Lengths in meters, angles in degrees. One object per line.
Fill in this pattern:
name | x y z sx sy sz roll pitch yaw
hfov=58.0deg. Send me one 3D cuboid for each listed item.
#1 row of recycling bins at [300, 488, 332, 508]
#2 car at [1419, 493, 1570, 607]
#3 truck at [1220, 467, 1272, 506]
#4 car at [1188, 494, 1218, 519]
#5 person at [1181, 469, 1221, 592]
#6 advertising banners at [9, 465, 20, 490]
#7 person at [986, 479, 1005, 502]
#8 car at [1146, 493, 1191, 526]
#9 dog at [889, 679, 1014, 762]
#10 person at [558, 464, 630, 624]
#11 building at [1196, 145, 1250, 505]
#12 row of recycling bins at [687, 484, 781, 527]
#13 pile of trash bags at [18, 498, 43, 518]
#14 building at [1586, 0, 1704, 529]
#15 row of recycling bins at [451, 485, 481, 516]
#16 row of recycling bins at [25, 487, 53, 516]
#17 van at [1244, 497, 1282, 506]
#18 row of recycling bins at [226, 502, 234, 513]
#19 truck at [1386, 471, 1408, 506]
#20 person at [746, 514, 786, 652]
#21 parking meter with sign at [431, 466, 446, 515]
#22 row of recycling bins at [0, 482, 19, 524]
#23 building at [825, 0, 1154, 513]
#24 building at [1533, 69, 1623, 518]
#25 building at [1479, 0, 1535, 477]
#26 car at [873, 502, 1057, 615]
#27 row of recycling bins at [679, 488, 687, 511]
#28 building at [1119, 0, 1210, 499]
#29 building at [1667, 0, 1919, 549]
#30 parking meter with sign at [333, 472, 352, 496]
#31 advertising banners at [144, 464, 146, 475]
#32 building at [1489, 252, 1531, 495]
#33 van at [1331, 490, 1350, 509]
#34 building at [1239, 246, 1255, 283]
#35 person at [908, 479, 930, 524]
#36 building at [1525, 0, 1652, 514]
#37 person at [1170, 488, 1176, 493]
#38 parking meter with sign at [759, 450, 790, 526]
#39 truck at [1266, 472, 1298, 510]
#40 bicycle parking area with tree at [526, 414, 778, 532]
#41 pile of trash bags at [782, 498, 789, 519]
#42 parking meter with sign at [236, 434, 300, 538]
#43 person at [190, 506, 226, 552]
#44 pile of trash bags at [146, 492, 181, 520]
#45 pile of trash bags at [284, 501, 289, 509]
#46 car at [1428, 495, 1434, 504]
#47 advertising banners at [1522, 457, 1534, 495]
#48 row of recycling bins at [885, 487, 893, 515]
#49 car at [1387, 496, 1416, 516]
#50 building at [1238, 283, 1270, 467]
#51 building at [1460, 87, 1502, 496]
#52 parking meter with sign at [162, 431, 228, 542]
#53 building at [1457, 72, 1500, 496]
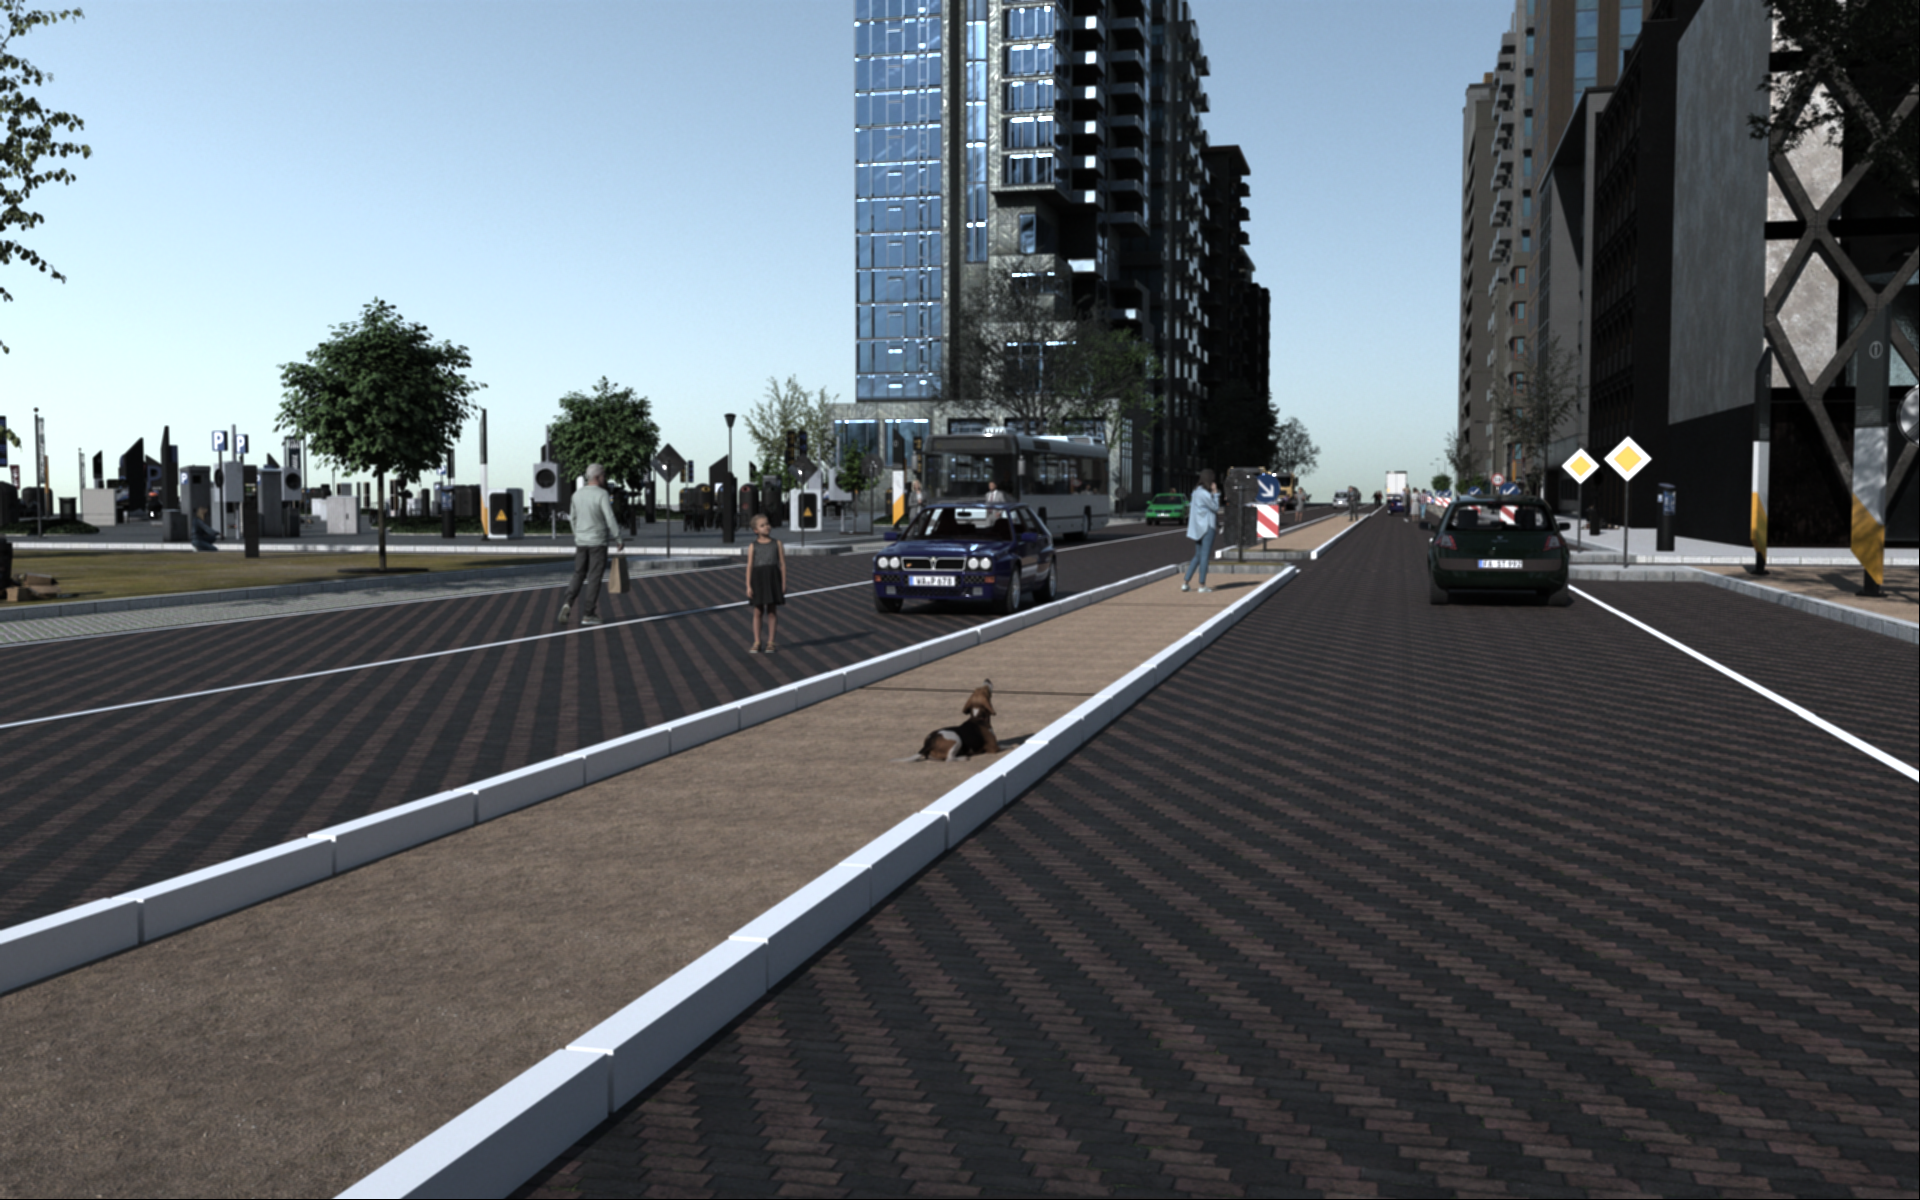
row of recycling bins | -41.303 -6.353 110.989 3.534 1.692 1.069 3 5 45
car | 7.269 -0.841 23.534 2.009 1.686 4.222 1 4 15
truck | 21.229 -8.032 127.254 3.469 3.379 9.791 1 4 14
car | 13.861 -5.506 99.618 1.945 1.707 3.694 1 4 13
person | 3.493 -1.001 25.138 0.793 1.790 0.793 3 5 41
advertising banners | -56.061 -6.617 104.368 2.074 3.025 0.090 -2 4 -26
person | 0.849 -2.047 42.248 0.678 1.792 0.850 2 4 34
car | 9.714 -4.372 80.283 1.959 1.807 4.718 1 4 14
dog | -0.052 0.657 9.457 0.748 0.427 0.550 0 4 -6
person | -3.999 -0.614 19.022 0.782 1.767 0.515 2 4 29
building | 24.103 -34.276 215.029 22.147 44.769 28.867 1 4 14
row of recycling bins | -8.749 -3.723 67.980 3.534 1.692 1.069 0 4 6
pile of trash bags | -51.576 -5.123 93.520 1.912 1.369 3.447 2 4 30
building | 32.889 -14.694 69.929 12.332 23.373 15.834 1 4 14
row of recycling bins | -22.703 -4.394 78.955 1.069 1.692 3.534 -2 4 -34
row of recycling bins | -54.275 -5.804 102.000 1.069 1.692 3.534 -1 4 -11
van | 13.877 -4.464 80.004 2.013 2.044 4.112 1 4 12
row of recycling bins | -50.087 -6.816 118.553 1.069 1.692 3.534 2 4 34
truck | 55.223 -14.075 219.046 2.839 4.237 11.283 1 4 15
person | -1.760 -0.158 15.752 0.362 1.253 0.373 0 4 -2
parking meter with sign | -31.813 -6.689 105.625 0.543 3.016 1.738 0 4 -2
row of recycling bins | -34.185 -3.323 61.440 1.069 1.692 3.534 -3 4 -37
building | 3.759 -50.113 132.024 22.319 86.520 31.000 1 4 14
building | 39.462 -16.753 92.971 14.314 24.678 30.058 1 4 14
building | 61.881 -33.240 163.090 23.786 49.044 30.456 1 4 14
car | 0.116 -0.570 21.901 1.945 1.354 3.894 1 4 13
row of recycling bins | -17.613 -6.524 113.785 1.069 1.692 3.534 -1 4 -23
building | 11.536 -33.298 164.031 23.786 49.044 30.456 1 4 14
building | 28.342 -10.797 43.988 16.811 18.784 16.820 1 4 14
parking meter with sign | -42.295 -7.532 119.407 1.738 3.016 0.543 -1 4 -22
advertising banners | -49.018 -6.474 102.042 2.074 3.025 0.090 0 4 -5
building | 56.429 -17.709 134.588 27.650 21.520 28.899 1 4 14
van | 37.545 -9.978 170.158 2.013 2.044 4.112 1 4 15
building | 30.029 -34.474 255.533 32.217 40.220 23.993 1 4 14
person | -0.993 -2.046 42.135 0.537 1.800 0.526 0 4 -3
building | 45.494 -28.399 114.435 14.600 45.320 14.200 1 4 14
person | 13.447 -6.170 109.348 0.573 1.828 0.580 2 4 29
parking meter with sign | -7.554 -4.493 69.725 1.738 3.016 0.543 2 4 28
truck | 28.740 -9.783 155.868 3.469 3.379 9.791 1 4 12
bicycle parking area with tree | -10.842 -4.595 62.126 8.231 4.147 9.016 1 4 19
pile of trash bags | -8.678 -4.789 88.055 1.912 1.369 3.447 1 4 22
parking meter with sign | -20.537 -3.377 51.470 0.543 3.016 1.738 3 4 37
person | -17.620 -1.622 40.521 0.738 1.151 1.012 -2 4 -26
pile of trash bags | -40.163 -4.755 87.494 3.447 1.369 1.912 3 5 42
pile of trash bags | -36.731 -5.110 93.308 3.447 1.369 1.912 2 4 31
car | 62.698 -13.635 232.518 1.945 1.707 3.694 1 4 13
advertising banners | 26.551 -5.189 81.034 0.090 3.025 2.074 0 4 5
row of recycling bins | -3.495 -6.099 106.826 1.069 1.692 3.534 -2 4 -31
car | 29.656 -6.336 116.179 1.945 1.354 3.894 1 4 12
building | 34.375 -28.343 235.108 14.160 30.474 14.107 1 4 14
building | 70.252 -35.334 201.420 21.300 48.544 21.600 1 4 14
parking meter with sign | -20.867 -3.116 47.205 0.543 3.016 1.738 2 4 31
building | 82.286 -43.122 247.038 21.231 58.520 28.212 1 4 14
